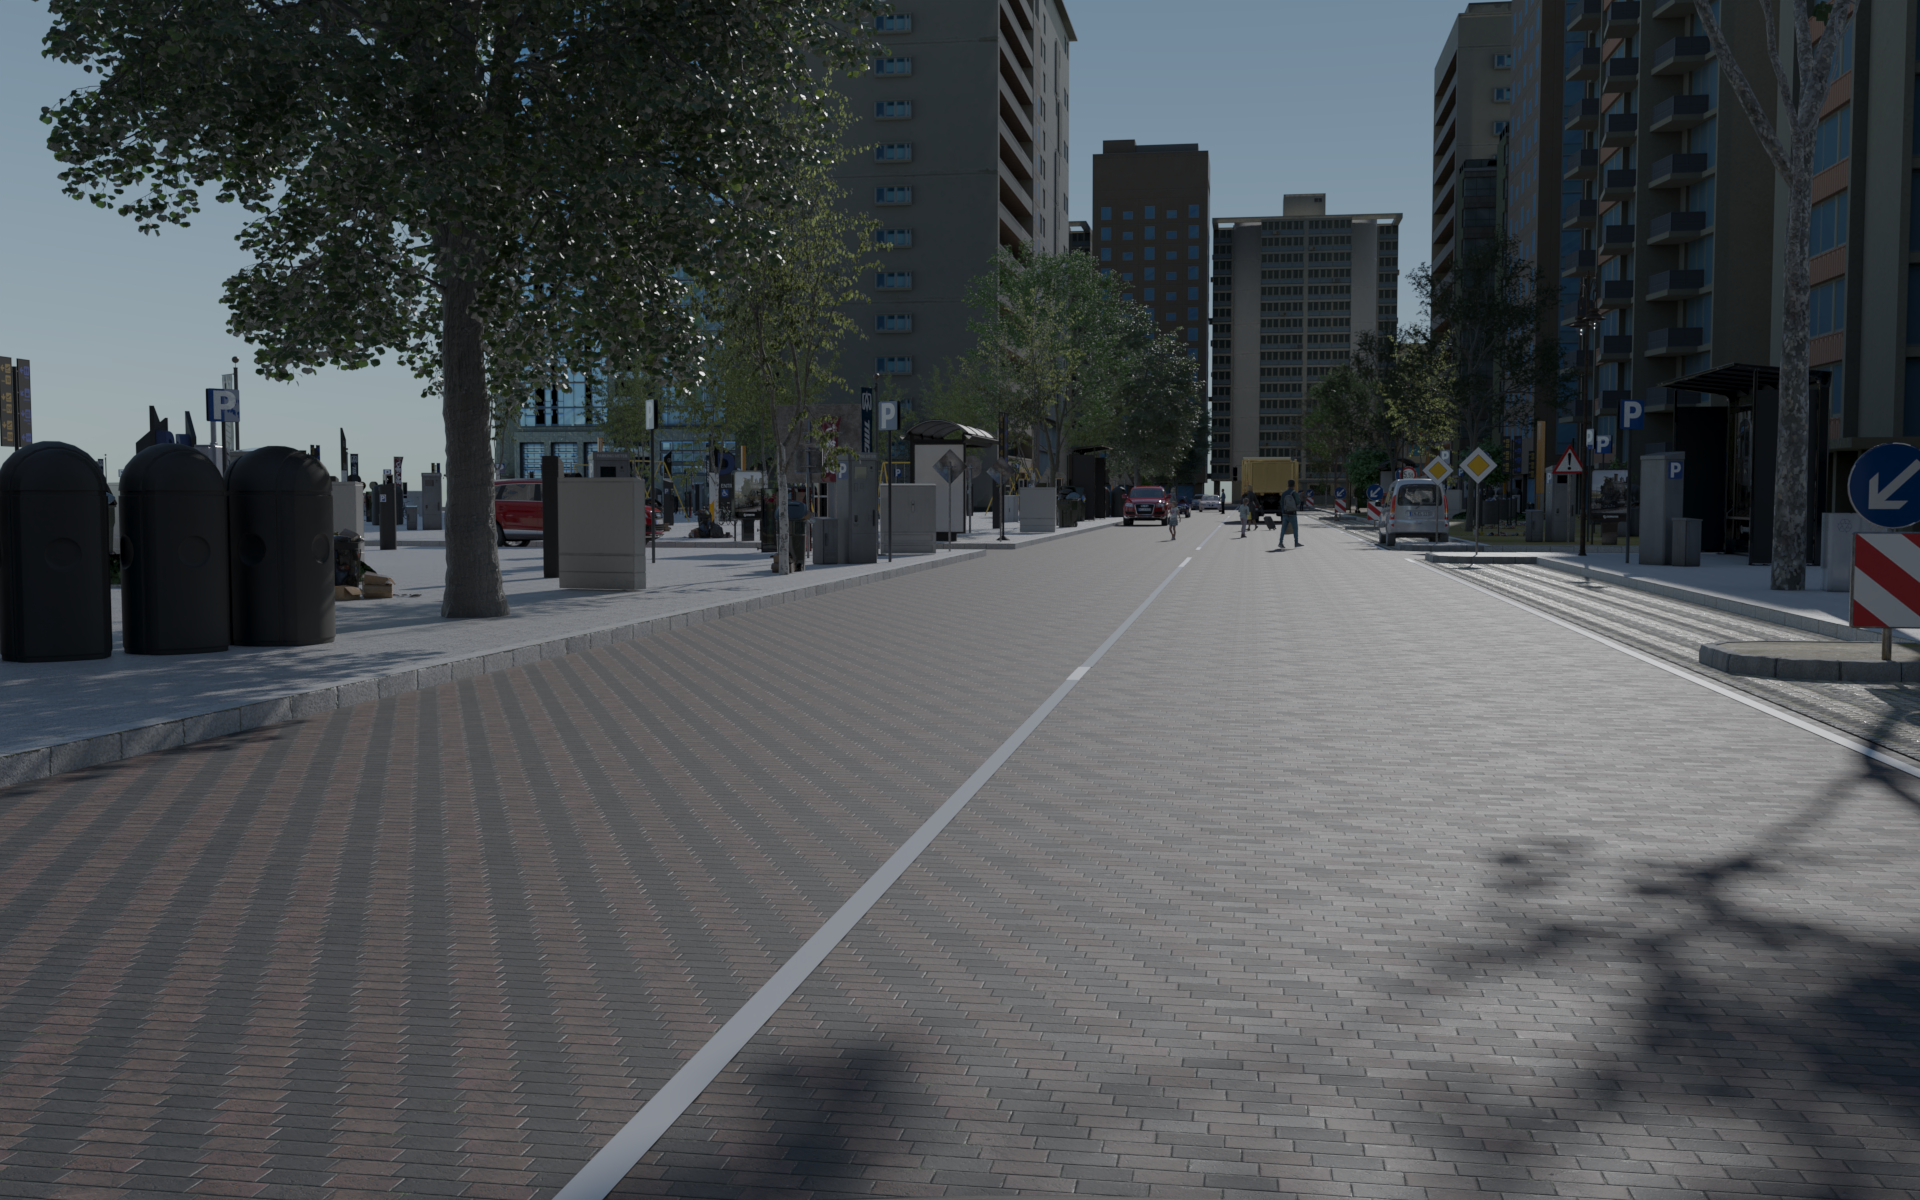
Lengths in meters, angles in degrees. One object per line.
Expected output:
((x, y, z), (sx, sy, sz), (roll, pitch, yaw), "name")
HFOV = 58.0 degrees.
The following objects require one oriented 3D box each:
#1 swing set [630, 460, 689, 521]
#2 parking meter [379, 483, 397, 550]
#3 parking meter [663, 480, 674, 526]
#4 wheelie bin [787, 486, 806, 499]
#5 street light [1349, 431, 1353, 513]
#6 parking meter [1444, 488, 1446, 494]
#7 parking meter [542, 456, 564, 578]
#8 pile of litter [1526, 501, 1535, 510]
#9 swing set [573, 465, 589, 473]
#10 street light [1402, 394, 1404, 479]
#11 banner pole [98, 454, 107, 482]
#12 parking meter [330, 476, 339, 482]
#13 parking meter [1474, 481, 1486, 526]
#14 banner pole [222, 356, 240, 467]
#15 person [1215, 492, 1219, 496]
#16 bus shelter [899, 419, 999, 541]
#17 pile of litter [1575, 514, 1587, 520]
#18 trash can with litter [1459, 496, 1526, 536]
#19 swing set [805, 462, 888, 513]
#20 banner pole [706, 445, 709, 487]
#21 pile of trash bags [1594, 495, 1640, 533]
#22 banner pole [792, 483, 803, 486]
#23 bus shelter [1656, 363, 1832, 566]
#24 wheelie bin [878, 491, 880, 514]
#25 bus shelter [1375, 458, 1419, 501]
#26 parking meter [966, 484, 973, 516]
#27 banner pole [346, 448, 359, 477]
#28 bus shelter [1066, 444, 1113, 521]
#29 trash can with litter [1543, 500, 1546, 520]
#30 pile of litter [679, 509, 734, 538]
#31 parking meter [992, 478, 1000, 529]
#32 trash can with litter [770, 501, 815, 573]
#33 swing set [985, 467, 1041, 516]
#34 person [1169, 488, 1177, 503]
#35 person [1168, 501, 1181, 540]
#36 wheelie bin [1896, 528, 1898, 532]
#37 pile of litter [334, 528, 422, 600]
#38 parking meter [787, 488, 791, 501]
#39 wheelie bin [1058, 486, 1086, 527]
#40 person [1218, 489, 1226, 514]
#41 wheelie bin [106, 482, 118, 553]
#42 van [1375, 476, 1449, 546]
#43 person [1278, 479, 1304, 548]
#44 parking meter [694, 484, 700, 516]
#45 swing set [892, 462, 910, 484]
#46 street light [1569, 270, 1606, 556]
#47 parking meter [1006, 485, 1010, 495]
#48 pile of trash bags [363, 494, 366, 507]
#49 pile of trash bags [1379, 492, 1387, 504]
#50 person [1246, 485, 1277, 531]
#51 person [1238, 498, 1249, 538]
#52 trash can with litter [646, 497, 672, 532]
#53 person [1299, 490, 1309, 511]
((-14.594, -5.110, 81.170), (2.862, 2.851, 3.119), (1, 4, 20), "swing set")
((-13.162, -1.922, 39.833), (0.372, 1.533, 0.369), (0, 3, 0), "parking meter")
((-11.782, -3.936, 70.063), (0.399, 1.863, 0.255), (2, 4, 25), "parking meter")
((-6.355, -3.700, 68.395), (0.980, 1.594, 0.693), (-1, 4, -11), "wheelie bin")
((26.574, -8.867, 117.763), (0.468, 5.910, 1.993), (1, 4, 9), "street light")
((18.306, -3.523, 66.012), (0.372, 1.533, 0.369), (0, 3, 0), "parking meter")
((-6.240, -1.278, 26.599), (0.255, 1.863, 0.399), (0, 4, 2), "parking meter")
((33.936, -5.407, 102.370), (1.176, 0.858, 1.719), (0, 4, 0), "pile of litter")
((-18.872, -5.754, 91.697), (3.119, 2.851, 2.862), (0, 4, 6), "swing set")
((19.903, -6.425, 77.839), (0.468, 5.910, 1.993), (1, 4, 9), "street light")
((-53.307, -7.203, 107.786), (0.401, 3.779, 0.863), (1, 4, 19), "banner pole")
((-20.079, -3.048, 55.549), (0.255, 1.863, 0.399), (0, 4, -3), "parking meter")
((20.793, -3.885, 69.231), (0.399, 1.863, 0.255), (3, 5, 44), "parking meter")
((-13.309, -2.549, 31.698), (0.401, 3.779, 0.863), (-3, 5, -44), "banner pole")
((28.963, -11.361, 195.176), (0.541, 1.710, 0.530), (1, 4, 11), "person")
((-0.195, -3.403, 49.561), (2.014, 3.302, 5.546), (1, 4, 10), "bus shelter")
((31.279, -4.412, 86.101), (1.719, 0.858, 1.176), (-1, 4, -15), "pile of litter")
((16.618, -2.567, 53.027), (2.233, 1.210, 1.678), (2, 4, 30), "trash can with litter")
((-4.676, -3.846, 60.509), (3.119, 2.851, 2.862), (2, 4, 29), "swing set")
((-11.181, -5.342, 77.358), (0.401, 3.779, 0.863), (1, 4, 15), "banner pole")
((21.846, -2.810, 55.698), (1.912, 1.369, 3.447), (-3, 5, -42), "pile of trash bags")
((-8.907, -6.365, 94.088), (0.863, 3.779, 0.401), (1, 4, 21), "banner pole")
((15.178, -2.606, 33.894), (1.731, 3.624, 6.357), (1, 4, 10), "bus shelter")
((-4.876, -6.291, 110.768), (0.980, 1.594, 0.693), (2, 4, 29), "wheelie bin")
((24.939, -6.423, 98.946), (2.014, 3.302, 5.546), (1, 4, 10), "bus shelter")
((0.567, -5.816, 100.802), (0.399, 1.863, 0.255), (3, 5, 43), "parking meter")
((-32.996, -6.358, 93.972), (0.863, 3.779, 0.401), (-3, 5, -44), "banner pole")
((6.405, -5.740, 85.136), (1.731, 3.624, 6.357), (1, 4, 10), "bus shelter")
((29.071, -4.564, 86.003), (0.624, 1.170, 1.055), (-2, 4, -29), "trash can with litter")
((-7.420, -2.237, 50.544), (1.719, 0.858, 1.176), (1, 4, 22), "pile of litter")
((1.376, -3.573, 64.131), (0.255, 1.863, 0.399), (1, 4, 23), "parking meter")
((-2.778, -1.050, 28.560), (0.624, 1.170, 1.055), (0, 4, 6), "trash can with litter")
((3.345, -6.385, 102.014), (2.862, 2.851, 3.119), (-2, 4, -30), "swing set")
((12.402, -5.672, 101.417), (0.728, 1.800, 0.709), (-2, 4, -33), "person")
((6.697, -2.459, 53.719), (0.382, 1.210, 0.505), (-3, 4, -39), "person")
((25.651, -2.457, 48.088), (0.693, 1.594, 0.980), (-1, 4, -21), "wheelie bin")
((-7.491, -0.450, 21.325), (1.719, 0.858, 1.176), (-1, 4, -17), "pile of litter")
((-6.788, -3.748, 69.693), (0.372, 1.533, 0.369), (0, 3, 0), "parking meter")
((4.165, -3.602, 66.800), (0.980, 1.594, 0.693), (2, 4, 28), "wheelie bin")
((18.727, -7.035, 123.513), (0.705, 1.826, 1.348), (2, 4, 26), "person")
((-15.872, -1.453, 31.657), (0.980, 1.594, 0.693), (1, 4, 12), "wheelie bin")
((12.719, -2.546, 48.640), (2.013, 2.044, 4.112), (1, 4, 9), "van")
((8.663, -2.268, 45.568), (0.713, 1.824, 0.794), (-2, 4, -25), "person")
((-15.701, -5.976, 103.413), (0.255, 1.863, 0.399), (-1, 4, -16), "parking meter")
((-2.495, -5.305, 84.359), (3.119, 2.851, 2.862), (1, 4, 16), "swing set")
((12.945, -3.857, 35.842), (0.468, 5.910, 1.993), (1, 4, 9), "street light")
((3.144, -6.618, 113.915), (0.255, 1.863, 0.399), (0, 4, -3), "parking meter")
((-35.773, -5.586, 101.089), (1.912, 1.369, 3.447), (3, 4, 38), "pile of trash bags")
((23.240, -5.130, 93.620), (1.912, 1.369, 3.447), (1, 4, 22), "pile of trash bags")
((11.778, -3.638, 68.196), (1.509, 1.804, 0.699), (-1, 4, -19), "person")
((9.355, -2.705, 57.006), (0.425, 1.301, 0.394), (2, 4, 31), "person")
((-10.338, -2.915, 59.054), (0.624, 1.170, 1.055), (2, 4, 25), "trash can with litter")
((28.338, -8.170, 142.610), (0.750, 1.759, 0.617), (-1, 4, -14), "person")
